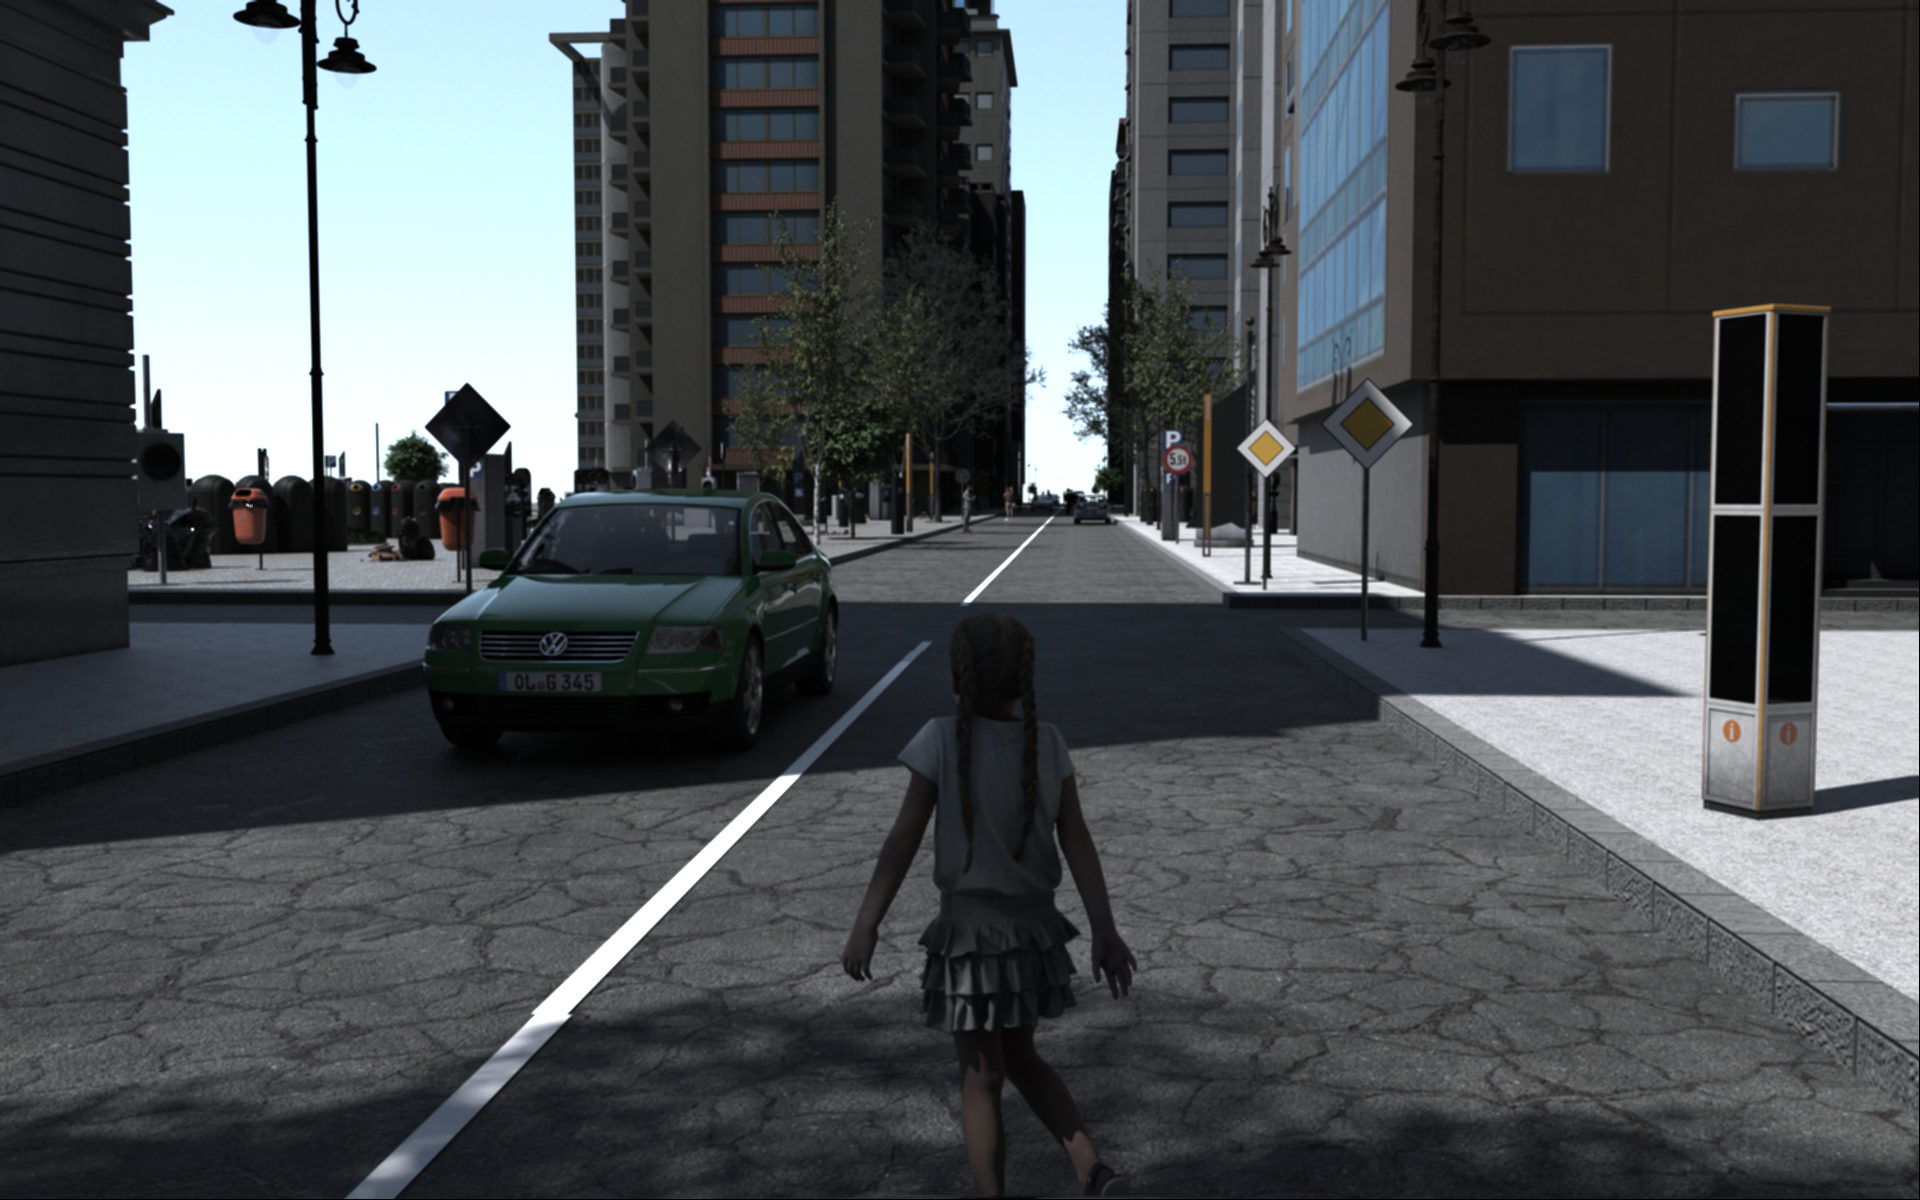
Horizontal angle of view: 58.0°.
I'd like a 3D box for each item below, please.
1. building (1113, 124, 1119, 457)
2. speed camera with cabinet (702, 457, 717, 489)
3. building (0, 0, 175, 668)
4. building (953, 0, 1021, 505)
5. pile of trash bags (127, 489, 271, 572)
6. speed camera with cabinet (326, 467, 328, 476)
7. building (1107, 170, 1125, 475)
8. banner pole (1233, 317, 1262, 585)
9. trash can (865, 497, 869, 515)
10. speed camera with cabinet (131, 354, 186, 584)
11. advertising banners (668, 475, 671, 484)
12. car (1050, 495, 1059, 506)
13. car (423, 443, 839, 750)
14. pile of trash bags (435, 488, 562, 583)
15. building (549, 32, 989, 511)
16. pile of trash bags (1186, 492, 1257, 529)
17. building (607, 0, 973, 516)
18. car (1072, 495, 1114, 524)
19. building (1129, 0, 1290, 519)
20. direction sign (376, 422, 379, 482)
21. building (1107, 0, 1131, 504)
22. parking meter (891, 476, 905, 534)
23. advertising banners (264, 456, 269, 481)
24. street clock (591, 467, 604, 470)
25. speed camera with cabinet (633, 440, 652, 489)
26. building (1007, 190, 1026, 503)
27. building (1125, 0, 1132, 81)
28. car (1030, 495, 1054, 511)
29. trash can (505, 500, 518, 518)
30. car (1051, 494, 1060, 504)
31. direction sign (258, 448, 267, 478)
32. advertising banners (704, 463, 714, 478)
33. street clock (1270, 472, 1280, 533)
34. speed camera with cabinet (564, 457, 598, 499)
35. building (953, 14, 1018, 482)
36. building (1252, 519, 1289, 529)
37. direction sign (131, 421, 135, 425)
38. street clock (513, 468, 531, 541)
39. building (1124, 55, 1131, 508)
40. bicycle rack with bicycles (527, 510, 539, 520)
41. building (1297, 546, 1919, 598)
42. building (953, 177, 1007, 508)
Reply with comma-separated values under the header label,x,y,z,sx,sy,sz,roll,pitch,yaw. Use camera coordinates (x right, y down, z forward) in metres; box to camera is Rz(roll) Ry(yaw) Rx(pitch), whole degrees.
label,x,y,z,sx,sy,sz,roll,pitch,yaw
building,28.857,-33.287,198.872,22.147,44.769,28.867,0,4,4
speed camera with cabinet,-14.031,-6.001,92.446,2.038,3.252,0.660,1,4,11
building,-17.012,-10.606,9.559,21.152,22.565,11.583,0,4,4
building,-2.964,-55.810,225.170,22.319,86.520,31.000,0,4,4
pile of trash bags,-13.244,-1.201,29.386,3.447,1.369,1.912,1,4,14
speed camera with cabinet,-34.245,-5.954,91.686,2.038,3.252,0.660,1,4,11
building,31.827,-38.005,245.090,21.300,48.544,21.600,0,4,4
banner pole,4.085,-2.098,24.320,0.401,3.779,0.863,0,4,2
trash can,-5.031,-5.143,95.749,0.748,1.137,0.748,0,3,0
speed camera with cabinet,-11.888,-1.816,24.028,0.660,3.252,2.038,3,5,44
advertising banners,-8.111,-3.126,47.297,0.090,3.025,2.074,-2,4,-24
car,11.393,-12.425,215.513,2.083,1.381,4.827,0,4,5
car,-1.911,-0.144,11.145,1.959,1.807,4.718,0,4,5
pile of trash bags,-6.001,-0.979,25.755,3.447,1.369,1.912,-1,4,-17
building,-14.042,-27.443,140.582,32.217,40.220,23.993,0,4,4
pile of trash bags,9.913,-3.339,64.338,1.912,1.369,3.447,-2,4,-26
building,-10.648,-28.076,113.660,22.147,44.769,28.867,0,4,4
car,6.454,-4.419,84.261,2.014,1.417,4.499,0,4,6
building,21.745,-34.948,113.400,21.231,58.520,28.212,0,4,4
direction sign,-18.545,-3.865,55.194,0.379,3.537,0.876,-1,4,-16
building,29.573,-47.983,222.765,20.563,71.187,20.611,0,4,4
parking meter,-1.976,-3.027,55.202,0.399,1.863,0.255,-3,5,-42
advertising banners,-32.490,-5.152,80.421,0.090,3.025,2.074,-3,5,-44
street clock,-9.826,-2.596,47.017,0.358,2.002,0.471,1,4,17
speed camera with cabinet,-11.775,-4.225,63.420,0.660,3.252,2.038,-1,4,-21
building,2.310,-36.610,248.685,14.600,45.320,14.200,0,4,4
building,24.734,-29.837,142.455,22.147,44.769,28.867,0,4,4
car,6.915,-8.207,146.546,2.083,1.381,4.827,0,4,3
trash can,-10.276,-1.658,38.763,0.748,1.137,0.748,0,3,0
car,13.776,-14.906,255.505,2.131,1.459,4.920,0,4,2
direction sign,-34.416,-5.720,85.523,0.379,3.537,0.876,0,4,5
advertising banners,-14.859,-6.191,97.413,2.074,3.025,0.090,0,4,7
street clock,10.253,-3.178,56.531,0.358,2.002,0.471,-1,4,-11
speed camera with cabinet,-20.305,-6.060,93.418,2.038,3.252,0.660,0,4,8
building,-8.205,-37.179,197.116,28.713,52.752,27.495,0,4,4
building,22.648,-32.566,74.458,21.231,58.520,28.212,0,4,4
direction sign,-24.034,-3.552,50.068,0.379,3.537,0.876,0,3,0
street clock,-12.089,-2.648,47.863,0.358,2.002,0.471,2,4,28
building,22.709,-29.424,164.672,14.154,41.232,14.086,0,4,4
bicycle rack with bicycles,-19.053,-3.602,72.270,2.852,0.926,2.925,1,4,22
building,13.109,-23.025,26.570,14.200,45.320,14.600,0,4,4
building,-2.924,-23.768,160.307,14.160,30.474,14.107,0,4,4
